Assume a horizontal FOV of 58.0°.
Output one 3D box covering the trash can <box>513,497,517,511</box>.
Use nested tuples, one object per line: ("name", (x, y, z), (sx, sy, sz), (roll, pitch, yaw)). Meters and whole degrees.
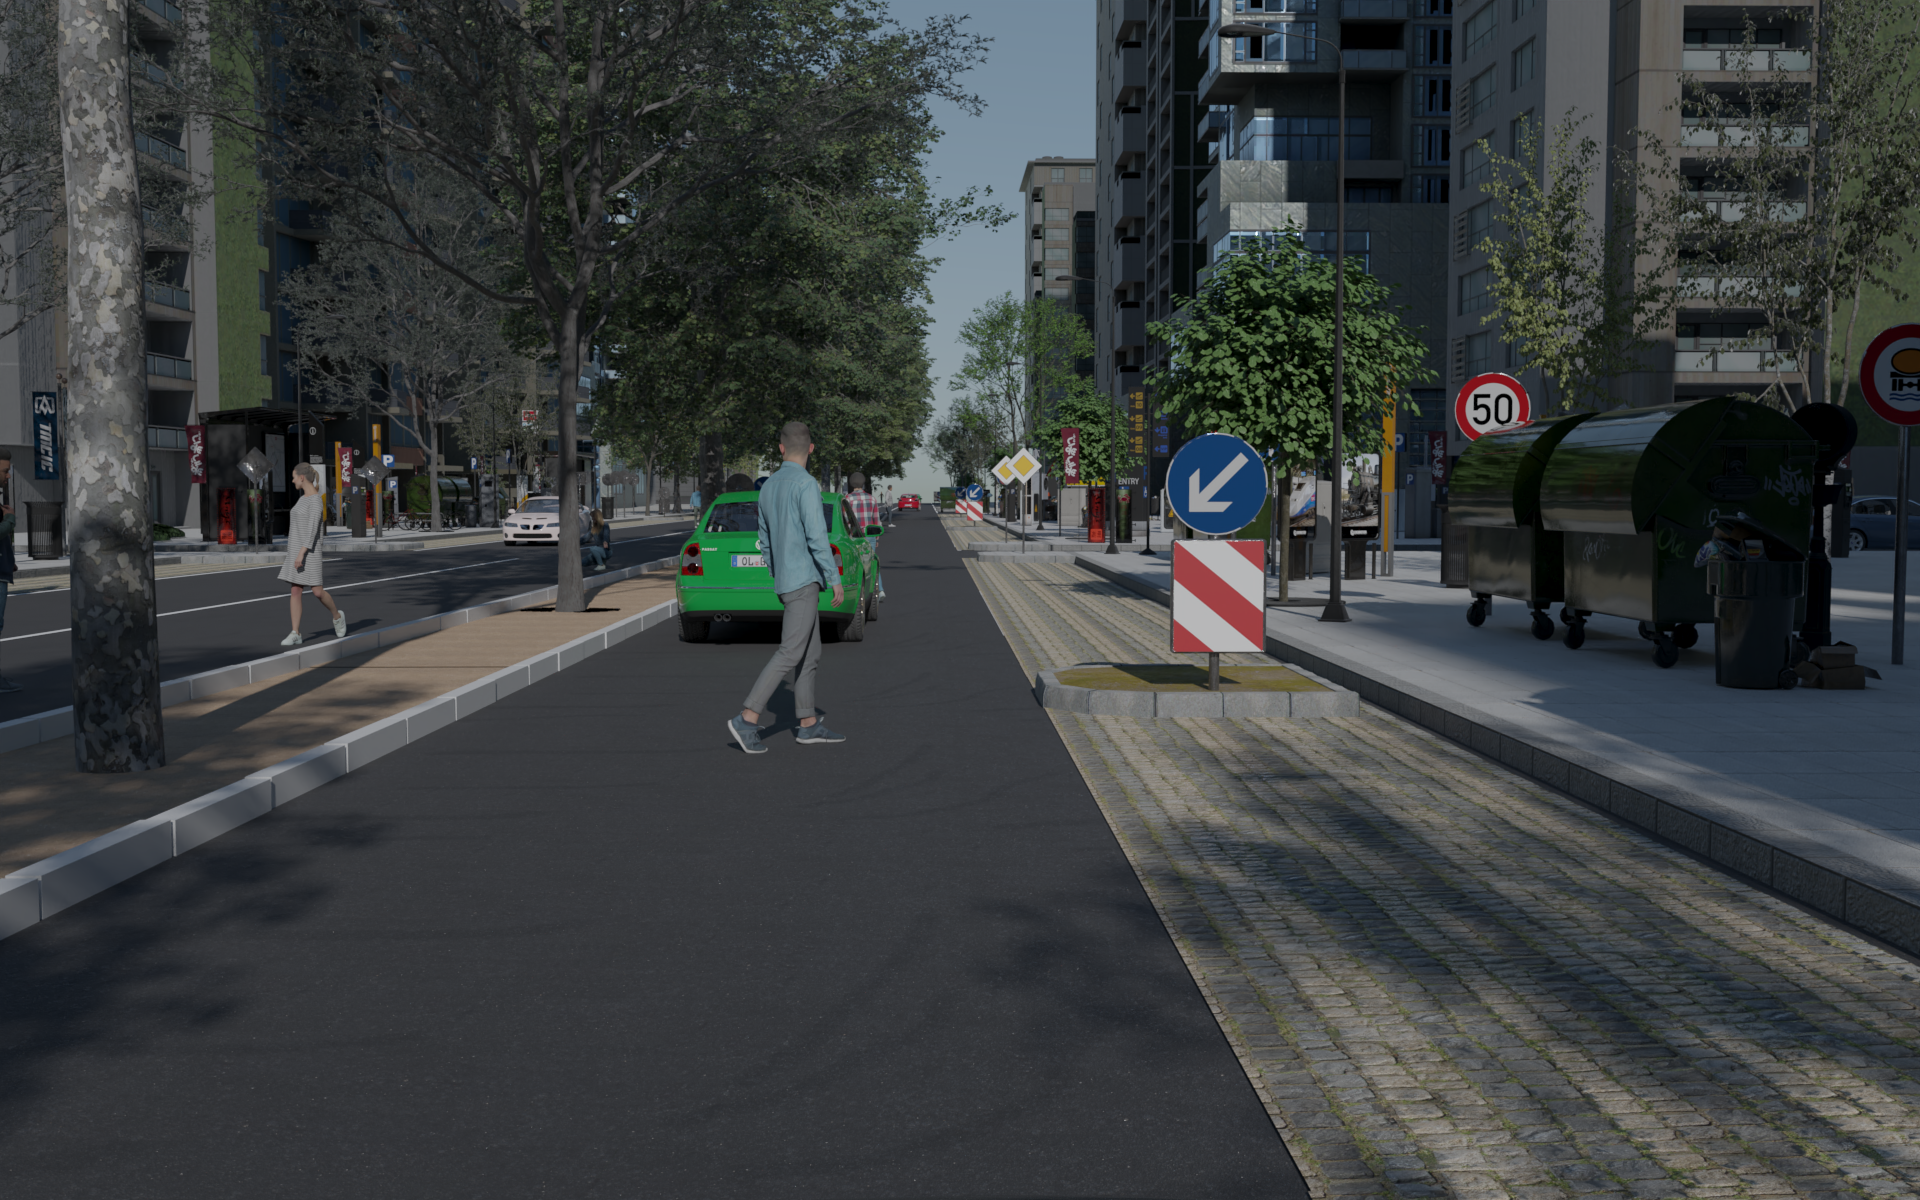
("trash can", (-21.376, -4.437, 84.198), (0.748, 1.137, 0.748), (0, 3, 0))

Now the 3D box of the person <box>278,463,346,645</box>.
("person", (-6.264, -0.454, 16.676), (0.466, 1.731, 0.760), (1, 4, 17))

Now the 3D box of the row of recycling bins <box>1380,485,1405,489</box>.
("row of recycling bins", (19.224, -4.227, 76.218), (3.534, 1.692, 1.069), (1, 4, 23))

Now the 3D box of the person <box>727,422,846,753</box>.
("person", (-0.994, -0.088, 9.808), (0.748, 1.841, 0.638), (-1, 4, -23))

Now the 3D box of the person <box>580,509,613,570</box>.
("person", (-6.832, -1.137, 32.587), (0.738, 1.151, 1.012), (-3, 5, -45))

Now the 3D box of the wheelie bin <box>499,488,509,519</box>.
("wheelie bin", (-23.325, -4.897, 87.976), (0.693, 1.594, 0.980), (0, 4, 2))

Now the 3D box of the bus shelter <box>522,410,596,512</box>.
("bus shelter", (-19.824, -6.582, 85.246), (2.179, 5.291, 8.768), (0, 4, -1))

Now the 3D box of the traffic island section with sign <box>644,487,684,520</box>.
("traffic island section with sign", (-16.133, -5.251, 94.474), (1.989, 1.847, 2.006), (0, 4, -1))

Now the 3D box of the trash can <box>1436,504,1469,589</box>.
("trash can", (6.866, -0.731, 23.603), (0.748, 1.137, 0.748), (0, 3, 0))

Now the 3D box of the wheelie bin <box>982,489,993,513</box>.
("wheelie bin", (1.736, -6.672, 116.993), (0.980, 1.594, 0.693), (0, 4, 6))

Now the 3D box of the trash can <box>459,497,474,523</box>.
("trash can", (-20.771, -3.745, 72.876), (0.748, 1.137, 0.748), (0, 3, 0))

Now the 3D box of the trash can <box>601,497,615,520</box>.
("trash can", (-17.754, -4.626, 87.288), (0.748, 1.137, 0.748), (0, 3, 0))

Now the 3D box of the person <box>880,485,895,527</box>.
("person", (-3.226, -4.159, 76.344), (0.795, 1.843, 0.661), (0, 4, 3))

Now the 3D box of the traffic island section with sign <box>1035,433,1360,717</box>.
("traffic island section with sign", (1.543, -0.205, 11.984), (1.989, 1.847, 2.006), (0, 4, -1))

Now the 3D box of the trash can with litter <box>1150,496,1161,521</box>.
("trash can with litter", (9.562, -4.439, 83.636), (1.678, 1.210, 2.233), (-2, 4, -30))

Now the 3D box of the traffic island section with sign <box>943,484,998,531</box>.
("traffic island section with sign", (0.454, -3.637, 68.099), (1.989, 1.847, 2.006), (0, 4, -1))

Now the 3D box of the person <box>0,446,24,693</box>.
("person", (-7.001, -0.219, 12.420), (0.623, 1.781, 0.721), (2, 4, 33))

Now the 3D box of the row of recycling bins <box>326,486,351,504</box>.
("row of recycling bins", (-28.287, -4.184, 75.526), (3.534, 1.692, 1.069), (-1, 4, -15))

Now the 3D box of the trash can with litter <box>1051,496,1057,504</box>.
("trash can with litter", (4.852, -5.150, 95.583), (1.055, 1.170, 0.624), (0, 4, -5))

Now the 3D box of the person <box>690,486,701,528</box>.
("person", (-10.982, -3.892, 72.474), (0.601, 1.785, 0.444), (1, 4, 13))

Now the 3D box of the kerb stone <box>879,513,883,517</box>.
("kerb stone", (-5.347, -5.897, 118.615), (0.120, 0.150, 1.000), (0, 4, -1))

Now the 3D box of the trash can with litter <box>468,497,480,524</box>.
("trash can with litter", (-20.969, -3.899, 75.142), (0.624, 1.170, 1.055), (0, 4, -6))

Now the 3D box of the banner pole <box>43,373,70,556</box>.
("banner pole", (-18.702, -2.826, 36.214), (0.401, 3.779, 0.863), (-1, 4, -10))

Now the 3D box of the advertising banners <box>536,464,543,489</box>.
("advertising banners", (-24.265, -6.500, 102.458), (0.090, 3.025, 2.074), (3, 4, 37))

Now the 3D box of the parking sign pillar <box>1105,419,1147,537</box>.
("parking sign pillar", (5.063, -3.920, 52.561), (1.447, 3.967, 1.447), (2, 4, 32))

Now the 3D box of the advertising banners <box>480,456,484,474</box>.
("advertising banners", (-21.852, -5.125, 79.979), (0.090, 3.025, 2.074), (0, 4, 1))

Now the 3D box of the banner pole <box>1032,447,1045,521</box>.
("banner pole", (3.765, -5.604, 81.646), (0.863, 3.779, 0.401), (2, 4, 30))

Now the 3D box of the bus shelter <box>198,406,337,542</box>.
("bus shelter", (-19.677, -3.563, 49.530), (1.731, 3.624, 6.357), (0, 4, -1))

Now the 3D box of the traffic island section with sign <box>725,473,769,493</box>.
("traffic island section with sign", (-4.963, -2.239, 44.750), (2.006, 1.907, 1.989), (0, 4, -1))

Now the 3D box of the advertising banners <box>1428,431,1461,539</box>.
("advertising banners", (13.931, -3.152, 47.718), (2.074, 3.025, 0.090), (1, 4, 9))

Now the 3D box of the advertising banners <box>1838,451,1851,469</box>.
("advertising banners", (24.235, -3.220, 48.835), (0.090, 3.025, 2.074), (-2, 4, -24))

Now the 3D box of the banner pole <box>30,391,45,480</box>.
("banner pole", (-19.480, -2.891, 37.289), (0.863, 3.779, 0.401), (-2, 4, -28))

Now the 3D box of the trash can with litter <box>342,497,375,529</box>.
("trash can with litter", (-22.047, -3.185, 63.465), (1.055, 1.170, 0.624), (-3, 5, -44))

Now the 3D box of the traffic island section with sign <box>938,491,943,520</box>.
("traffic island section with sign", (-0.065, -5.286, 95.049), (1.989, 1.847, 2.006), (0, 4, -1))

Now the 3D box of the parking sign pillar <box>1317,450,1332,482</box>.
("parking sign pillar", (15.809, -5.346, 75.878), (1.447, 3.967, 1.447), (0, 4, 5))

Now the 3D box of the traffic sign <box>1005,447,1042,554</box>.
("traffic sign", (1.361, -2.049, 37.148), (0.795, 2.450, 0.064), (0, 4, -1))

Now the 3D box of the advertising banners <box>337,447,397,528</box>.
("advertising banners", (-22.284, -4.216, 65.125), (2.074, 3.025, 0.090), (-1, 4, -15))

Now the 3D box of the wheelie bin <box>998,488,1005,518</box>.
("wheelie bin", (2.521, -5.179, 92.590), (0.980, 1.594, 0.693), (-2, 4, -24))

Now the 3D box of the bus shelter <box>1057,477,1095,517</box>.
("bus shelter", (5.260, -6.024, 76.127), (2.179, 5.291, 8.768), (0, 4, -1))

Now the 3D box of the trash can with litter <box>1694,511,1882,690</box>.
("trash can with litter", (5.512, -0.010, 11.547), (1.055, 1.170, 0.624), (0, 4, 0))

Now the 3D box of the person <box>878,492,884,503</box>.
("person", (-12.264, -15.990, 269.963), (1.348, 1.821, 0.705), (3, 5, 42))

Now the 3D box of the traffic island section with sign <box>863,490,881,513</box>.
("traffic island section with sign", (-6.433, -6.834, 119.874), (2.006, 1.907, 1.989), (0, 4, -1))

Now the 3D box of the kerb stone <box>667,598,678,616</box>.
("kerb stone", (-3.438, 0.093, 20.680), (0.120, 0.150, 1.000), (0, 4, -1))

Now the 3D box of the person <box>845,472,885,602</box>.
("person", (-1.300, -0.828, 22.872), (0.563, 1.720, 0.643), (-2, 4, -30))

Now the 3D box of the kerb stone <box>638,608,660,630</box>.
("kerb stone", (-3.395, 0.219, 18.627), (0.120, 0.150, 1.000), (0, 4, -1))

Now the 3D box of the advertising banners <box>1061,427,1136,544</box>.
("advertising banners", (3.600, -3.000, 45.235), (2.074, 3.025, 0.090), (2, 4, 24))

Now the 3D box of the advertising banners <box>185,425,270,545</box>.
("advertising banners", (-18.485, -2.905, 43.678), (2.074, 3.025, 0.090), (0, 4, 1))

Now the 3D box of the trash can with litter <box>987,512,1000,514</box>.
("trash can with litter", (2.443, -6.048, 109.942), (2.233, 1.210, 1.678), (0, 4, 1))

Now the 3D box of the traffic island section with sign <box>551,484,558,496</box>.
("traffic island section with sign", (-15.603, -3.587, 67.275), (1.989, 1.847, 2.006), (0, 4, -1))

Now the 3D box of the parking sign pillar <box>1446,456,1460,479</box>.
("parking sign pillar", (20.784, -5.231, 73.996), (1.447, 3.967, 1.447), (-1, 4, -18))

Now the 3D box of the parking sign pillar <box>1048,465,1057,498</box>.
("parking sign pillar", (6.543, -7.791, 115.847), (1.447, 3.967, 1.447), (1, 4, 13))

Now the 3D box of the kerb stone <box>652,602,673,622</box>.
("kerb stone", (-3.424, 0.156, 19.649), (0.120, 0.150, 1.000), (0, 4, -1))

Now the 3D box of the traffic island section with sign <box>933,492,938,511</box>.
("traffic island section with sign", (-1.025, -8.284, 144.069), (1.989, 1.847, 2.006), (0, 4, -1))

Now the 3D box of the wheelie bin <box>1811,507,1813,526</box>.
("wheelie bin", (36.100, -3.963, 72.697), (0.693, 1.594, 0.980), (3, 5, 43))

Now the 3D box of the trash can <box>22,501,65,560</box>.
("trash can", (-17.775, -1.345, 33.636), (0.748, 1.137, 0.748), (0, 3, 0))
